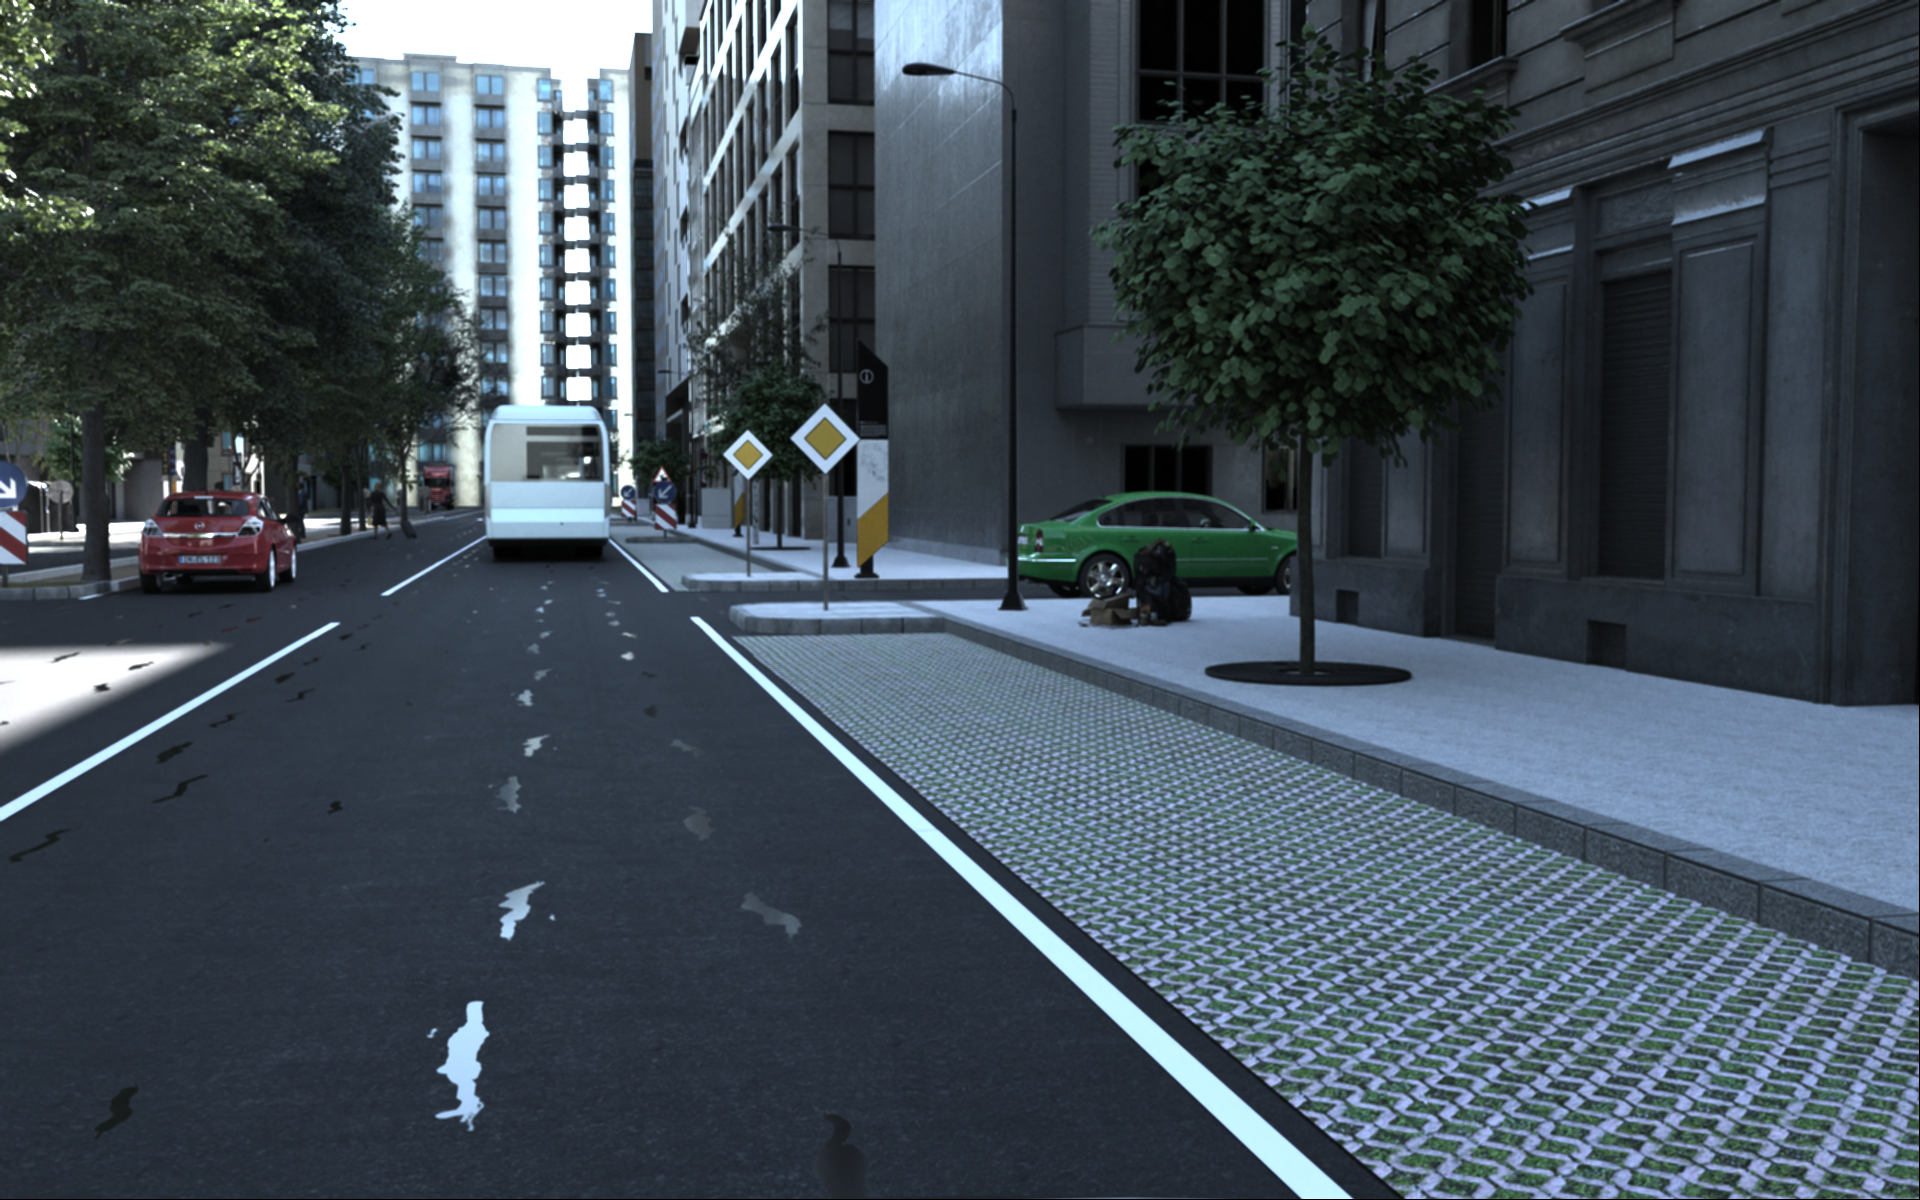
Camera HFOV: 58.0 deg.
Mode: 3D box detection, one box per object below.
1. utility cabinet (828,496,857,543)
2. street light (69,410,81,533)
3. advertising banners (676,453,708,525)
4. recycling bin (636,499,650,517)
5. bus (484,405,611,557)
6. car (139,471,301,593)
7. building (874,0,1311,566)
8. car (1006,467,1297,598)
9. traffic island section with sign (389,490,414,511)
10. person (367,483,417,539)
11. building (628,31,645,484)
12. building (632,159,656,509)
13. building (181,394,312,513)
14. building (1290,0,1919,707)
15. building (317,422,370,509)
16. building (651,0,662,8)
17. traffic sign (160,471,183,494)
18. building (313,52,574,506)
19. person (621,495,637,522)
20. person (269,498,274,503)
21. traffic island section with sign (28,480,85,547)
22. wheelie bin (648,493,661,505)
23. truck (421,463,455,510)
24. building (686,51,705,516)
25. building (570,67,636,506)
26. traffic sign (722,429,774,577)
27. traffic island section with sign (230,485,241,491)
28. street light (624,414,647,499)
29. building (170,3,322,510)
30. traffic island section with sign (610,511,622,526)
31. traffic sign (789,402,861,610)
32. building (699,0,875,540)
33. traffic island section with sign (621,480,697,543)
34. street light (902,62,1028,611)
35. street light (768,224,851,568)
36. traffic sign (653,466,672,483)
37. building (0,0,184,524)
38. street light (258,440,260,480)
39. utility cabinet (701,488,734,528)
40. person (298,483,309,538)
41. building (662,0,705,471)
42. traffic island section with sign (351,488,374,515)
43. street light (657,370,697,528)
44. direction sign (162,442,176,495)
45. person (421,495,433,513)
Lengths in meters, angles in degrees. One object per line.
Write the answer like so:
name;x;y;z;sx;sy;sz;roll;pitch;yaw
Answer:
utility cabinet;-3.063;-2.101;45.513;1.020;1.237;0.306;1;4;14
street light;-28.810;-5.187;57.349;1.470;5.913;1.316;-1;4;-13
advertising banners;-11.360;-4.734;73.592;0.090;3.025;2.074;2;4;32
recycling bin;-17.921;-5.220;97.902;0.722;1.027;0.722;-1;4;-17
bus;-10.138;-2.915;42.525;2.948;3.499;13.247;-1;4;-13
car;-11.342;-1.077;26.646;2.155;1.783;4.494;-1;4;-15
building;14.025;-13.422;38.522;30.058;24.678;14.314;-1;4;-13
car;3.006;-0.900;23.509;4.718;1.807;1.959;-1;4;-13
traffic island section with sign;-48.334;-8.638;149.853;1.989;1.847;2.006;-1;4;-13
person;-18.259;-2.859;55.460;1.509;1.804;0.699;1;4;12
building;-24.513;-31.633;167.318;14.600;45.320;14.200;-1;4;-13
building;-21.865;-23.349;153.463;14.160;30.474;14.107;-1;4;-13
building;-56.934;-16.020;106.965;27.650;21.520;28.899;-1;4;-13
building;10.053;-9.840;10.040;9.793;20.994;18.267;-1;4;-13
building;-69.990;-51.316;151.683;31.000;86.520;22.319;-1;4;-13
building;-17.308;-29.936;139.561;14.600;45.320;14.200;-1;4;-13
traffic sign;-32.564;-4.374;71.526;0.884;2.594;0.081;-1;4;-11
building;-57.937;-34.953;191.086;30.456;49.044;23.786;-1;4;-13
person;-16.067;-4.592;84.059;0.782;1.767;0.515;-1;4;-10
person;-28.319;-3.558;71.336;0.373;1.253;0.362;-1;4;-21
traffic island section with sign;-24.617;-2.362;47.247;1.989;1.847;2.006;-1;4;-13
wheelie bin;-15.273;-4.856;87.307;0.980;1.594;0.693;-2;4;-26
truck;-48.391;-10.524;160.976;2.839;4.237;11.283;-1;4;-14
building;-7.644;-16.768;92.172;12.078;24.808;19.932;-1;4;-13
building;-28.003;-35.303;196.808;30.456;49.044;23.786;-1;4;-13
traffic sign;-3.281;-1.418;26.827;0.795;2.450;0.064;-1;4;-13
traffic island section with sign;-30.702;-3.973;73.589;1.989;1.847;2.006;-1;4;-13
street light;-18.748;-7.817;100.351;1.470;5.913;1.316;-1;4;-13
building;-56.028;-29.261;128.522;14.600;45.320;14.200;-1;4;-13
traffic island section with sign;-15.037;-4.231;77.801;1.989;1.847;2.006;-1;4;-13
traffic sign;-1.483;-0.942;19.046;0.795;2.450;0.064;-1;4;-13
building;1.181;-16.018;66.409;19.350;26.468;34.151;-1;4;-13
traffic island section with sign;-8.812;-2.584;50.877;1.989;1.847;2.006;-1;4;-13
street light;0.062;-2.838;18.936;1.470;5.913;1.316;-1;4;-13
street light;-2.618;-3.519;30.073;1.470;5.913;1.316;-1;4;-13
traffic sign;-13.720;-4.880;79.790;0.884;2.594;0.081;-1;4;-9
building;-42.954;-18.558;75.130;14.160;30.474;14.107;-1;4;-13
street light;-36.997;-7.358;92.846;1.470;5.913;1.316;-1;4;-13
utility cabinet;-8.972;-3.397;64.225;1.173;1.500;0.318;1;4;14
person;-21.198;-2.879;55.751;0.419;1.800;0.721;-1;4;-19
building;-6.307;-32.494;120.512;28.713;52.752;27.495;-1;4;-13
traffic island section with sign;-42.002;-6.964;122.485;1.989;1.847;2.006;-1;4;-13
street light;-10.628;-5.657;65.029;1.470;5.913;1.316;-1;4;-13
direction sign;-32.077;-4.787;70.272;0.876;3.537;0.379;2;4;32
person;-40.295;-7.429;130.697;1.217;1.736;0.721;1;4;21
